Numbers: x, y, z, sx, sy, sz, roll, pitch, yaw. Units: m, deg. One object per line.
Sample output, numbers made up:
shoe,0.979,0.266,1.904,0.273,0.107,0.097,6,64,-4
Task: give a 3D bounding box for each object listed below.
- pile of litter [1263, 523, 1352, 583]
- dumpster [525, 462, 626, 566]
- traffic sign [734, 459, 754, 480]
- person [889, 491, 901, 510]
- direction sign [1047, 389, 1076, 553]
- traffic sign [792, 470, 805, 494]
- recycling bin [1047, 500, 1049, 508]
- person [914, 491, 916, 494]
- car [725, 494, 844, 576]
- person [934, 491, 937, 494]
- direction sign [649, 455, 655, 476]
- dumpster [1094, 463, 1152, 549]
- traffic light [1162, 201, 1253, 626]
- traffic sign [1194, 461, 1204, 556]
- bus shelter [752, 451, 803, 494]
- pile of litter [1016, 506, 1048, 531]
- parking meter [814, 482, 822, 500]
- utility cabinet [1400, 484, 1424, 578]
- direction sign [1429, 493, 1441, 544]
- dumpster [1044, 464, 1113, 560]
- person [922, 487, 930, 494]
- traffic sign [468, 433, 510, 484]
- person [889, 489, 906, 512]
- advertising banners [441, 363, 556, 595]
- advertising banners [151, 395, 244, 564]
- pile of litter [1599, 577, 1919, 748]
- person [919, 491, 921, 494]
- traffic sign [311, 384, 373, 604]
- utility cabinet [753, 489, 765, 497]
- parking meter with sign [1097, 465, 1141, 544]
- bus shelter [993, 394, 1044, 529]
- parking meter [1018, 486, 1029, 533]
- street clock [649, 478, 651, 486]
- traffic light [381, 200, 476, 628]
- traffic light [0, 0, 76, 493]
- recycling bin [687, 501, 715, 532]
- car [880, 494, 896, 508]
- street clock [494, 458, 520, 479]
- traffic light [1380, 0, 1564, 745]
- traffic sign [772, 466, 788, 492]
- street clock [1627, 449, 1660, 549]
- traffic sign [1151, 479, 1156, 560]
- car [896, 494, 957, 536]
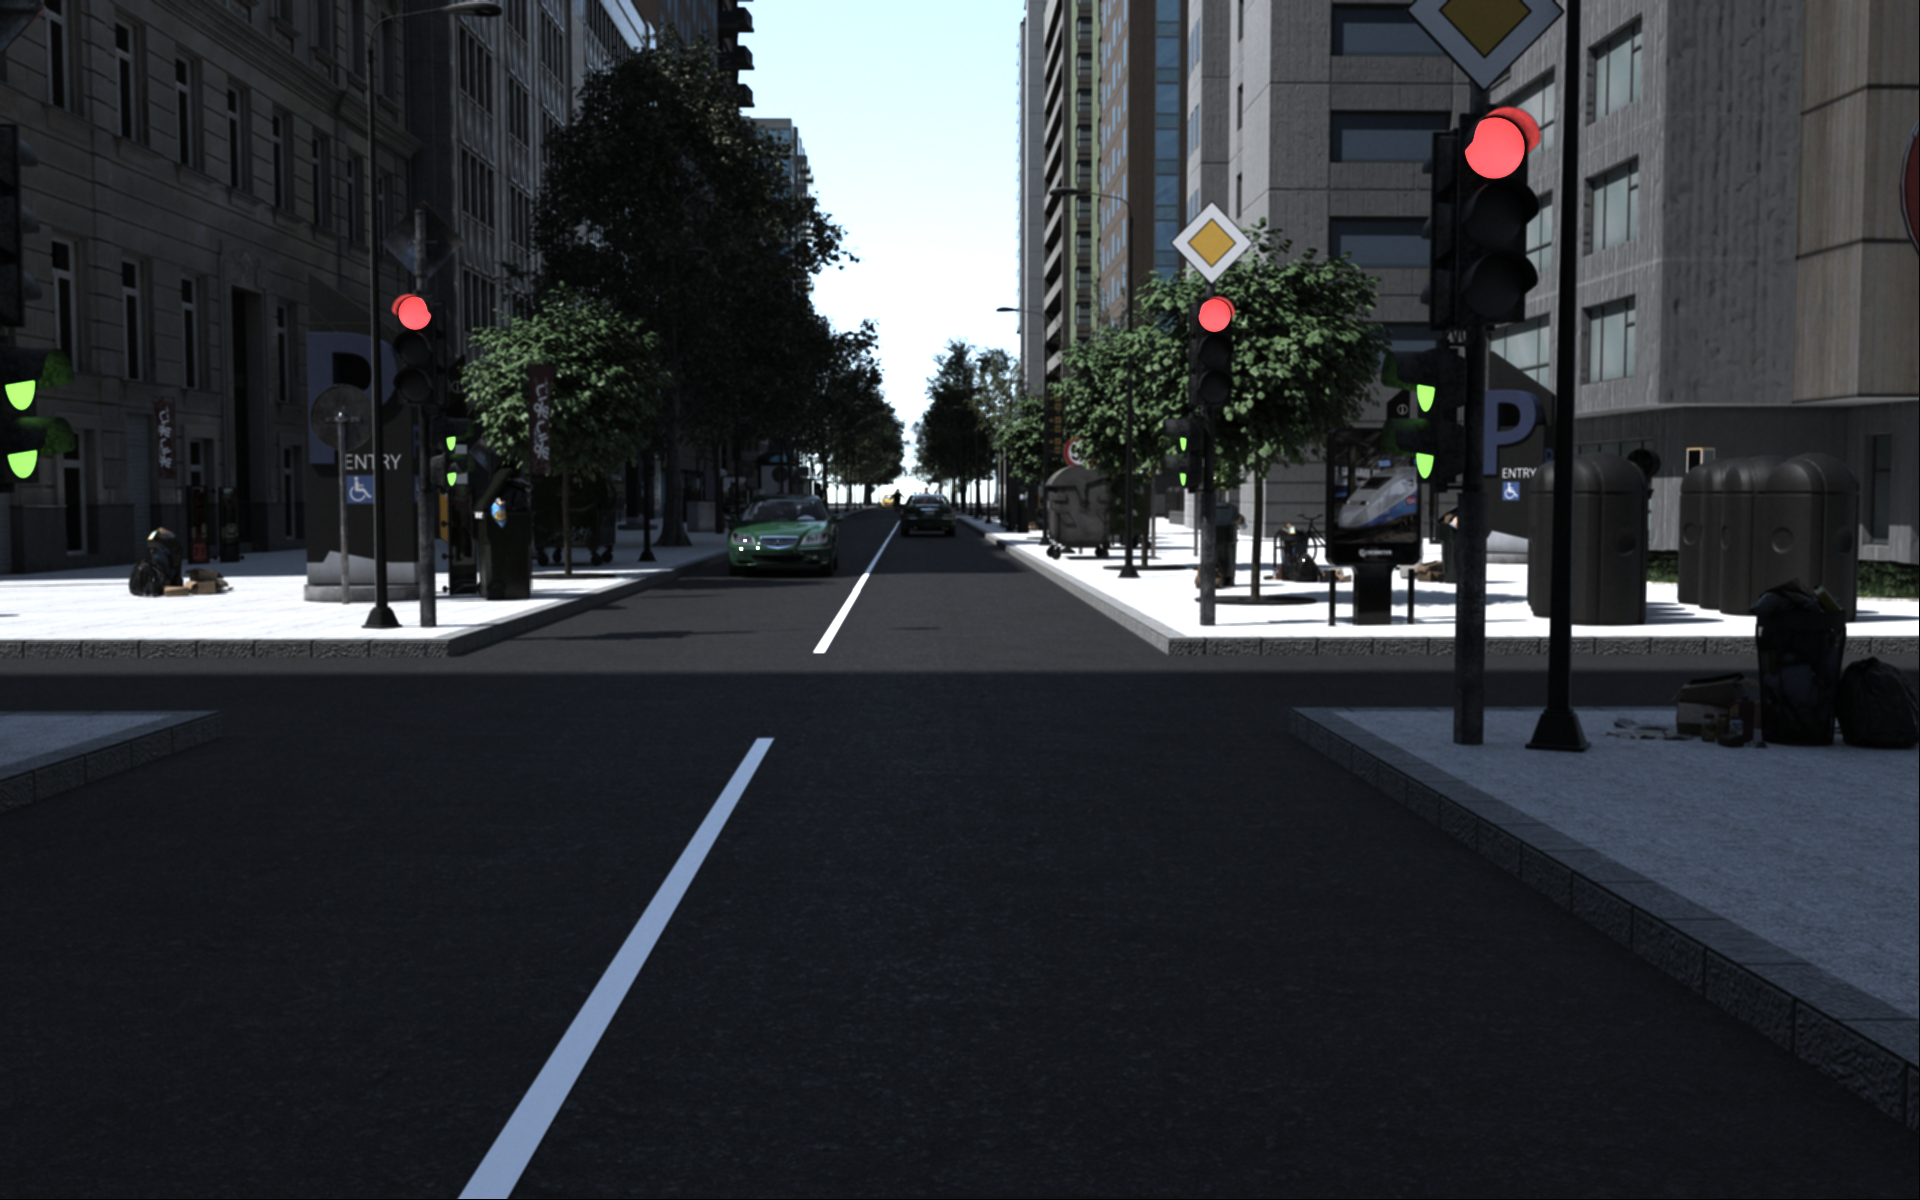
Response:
pile of litter,5.154,-0.721,25.756,1.176,0.858,1.719,0,4,-6
dumpster,-6.970,-1.770,31.437,1.502,2.255,1.985,0,4,-1
traffic sign,-7.948,-3.894,63.768,0.768,2.556,0.104,0,4,4
person,-5.906,-9.093,157.695,1.217,1.766,0.721,-1,4,-23
direction sign,2.322,-2.782,37.488,0.876,3.537,0.379,0,4,-4
traffic sign,-8.697,-5.634,92.124,0.884,2.594,0.081,0,4,5
recycling bin,3.938,-4.400,84.492,0.722,1.027,0.722,0,4,-8
person,-6.005,-13.580,230.557,0.705,1.821,1.348,1,4,10
car,-3.182,-1.219,31.731,2.131,1.459,4.920,0,4,-2
person,-2.049,-8.213,143.718,0.436,1.711,0.756,3,4,39
direction sign,-13.641,-5.072,74.928,0.876,3.537,0.379,-1,4,-8
dumpster,3.770,-2.339,40.730,1.502,2.255,1.985,0,4,-1
traffic light,2.398,-1.705,16.792,0.839,4.253,0.868,0,4,-1
traffic sign,4.853,-2.167,35.544,0.768,2.556,0.104,0,4,2
bus shelter,-8.794,-5.504,83.910,2.014,3.302,5.546,0,4,-1
pile of litter,2.795,-2.902,61.406,1.719,0.858,1.176,0,4,-4
parking meter,-6.753,-4.687,82.344,0.399,1.863,0.255,0,4,1
utility cabinet,6.977,-1.101,26.687,0.318,1.500,1.173,1,4,17
direction sign,12.228,-3.202,44.354,0.379,3.537,0.876,1,4,12
dumpster,2.377,-1.762,34.573,1.264,1.857,1.865,0,4,-1
person,-1.886,-5.409,96.878,1.348,1.831,0.705,0,4,-4
traffic sign,-8.342,-1.808,30.750,0.795,2.450,0.064,0,4,6
person,-4.876,-7.829,136.139,1.348,1.869,0.705,0,4,5
advertising banners,-6.010,-1.625,22.751,0.090,3.025,2.074,2,4,30
advertising banners,-13.972,-2.176,31.763,0.090,3.025,2.074,1,4,21
pile of litter,4.330,0.292,9.185,1.719,0.858,1.176,2,4,24
person,-4.588,-11.707,200.638,1.217,1.736,0.721,0,4,-6
traffic sign,-7.170,-1.225,20.135,0.768,2.556,0.104,0,4,3
utility cabinet,-8.862,-4.137,76.322,0.318,1.500,1.173,0,4,7
parking meter with sign,4.111,-2.994,45.214,0.543,3.016,1.738,-2,4,-32
bus shelter,2.436,-5.505,67.642,2.179,5.291,8.768,0,4,-2
parking meter,2.083,-2.980,57.126,0.372,1.533,0.369,0,3,0
street clock,-12.307,-3.852,67.552,0.471,2.002,0.358,1,4,13
traffic light,-5.111,-1.692,16.586,0.839,4.253,0.868,0,4,-1
traffic light,-4.908,-1.204,8.604,0.839,4.253,0.868,0,4,-1
recycling bin,-8.805,-2.833,58.871,0.722,1.027,0.722,-3,5,-43
car,-7.161,-10.260,177.974,2.015,1.641,3.980,0,4,-1
street clock,-9.168,-1.868,35.110,0.471,2.002,0.358,1,4,16
traffic light,2.600,-1.216,8.809,0.839,4.253,0.868,0,4,-1
traffic sign,-8.159,-4.797,78.545,0.768,2.556,0.104,1,4,8
street clock,10.940,-1.420,27.785,0.471,2.002,0.358,3,5,44
traffic sign,3.787,-2.064,33.858,0.768,2.556,0.104,0,4,6
car,-1.131,-2.946,59.969,2.131,1.459,4.920,0,4,-3
